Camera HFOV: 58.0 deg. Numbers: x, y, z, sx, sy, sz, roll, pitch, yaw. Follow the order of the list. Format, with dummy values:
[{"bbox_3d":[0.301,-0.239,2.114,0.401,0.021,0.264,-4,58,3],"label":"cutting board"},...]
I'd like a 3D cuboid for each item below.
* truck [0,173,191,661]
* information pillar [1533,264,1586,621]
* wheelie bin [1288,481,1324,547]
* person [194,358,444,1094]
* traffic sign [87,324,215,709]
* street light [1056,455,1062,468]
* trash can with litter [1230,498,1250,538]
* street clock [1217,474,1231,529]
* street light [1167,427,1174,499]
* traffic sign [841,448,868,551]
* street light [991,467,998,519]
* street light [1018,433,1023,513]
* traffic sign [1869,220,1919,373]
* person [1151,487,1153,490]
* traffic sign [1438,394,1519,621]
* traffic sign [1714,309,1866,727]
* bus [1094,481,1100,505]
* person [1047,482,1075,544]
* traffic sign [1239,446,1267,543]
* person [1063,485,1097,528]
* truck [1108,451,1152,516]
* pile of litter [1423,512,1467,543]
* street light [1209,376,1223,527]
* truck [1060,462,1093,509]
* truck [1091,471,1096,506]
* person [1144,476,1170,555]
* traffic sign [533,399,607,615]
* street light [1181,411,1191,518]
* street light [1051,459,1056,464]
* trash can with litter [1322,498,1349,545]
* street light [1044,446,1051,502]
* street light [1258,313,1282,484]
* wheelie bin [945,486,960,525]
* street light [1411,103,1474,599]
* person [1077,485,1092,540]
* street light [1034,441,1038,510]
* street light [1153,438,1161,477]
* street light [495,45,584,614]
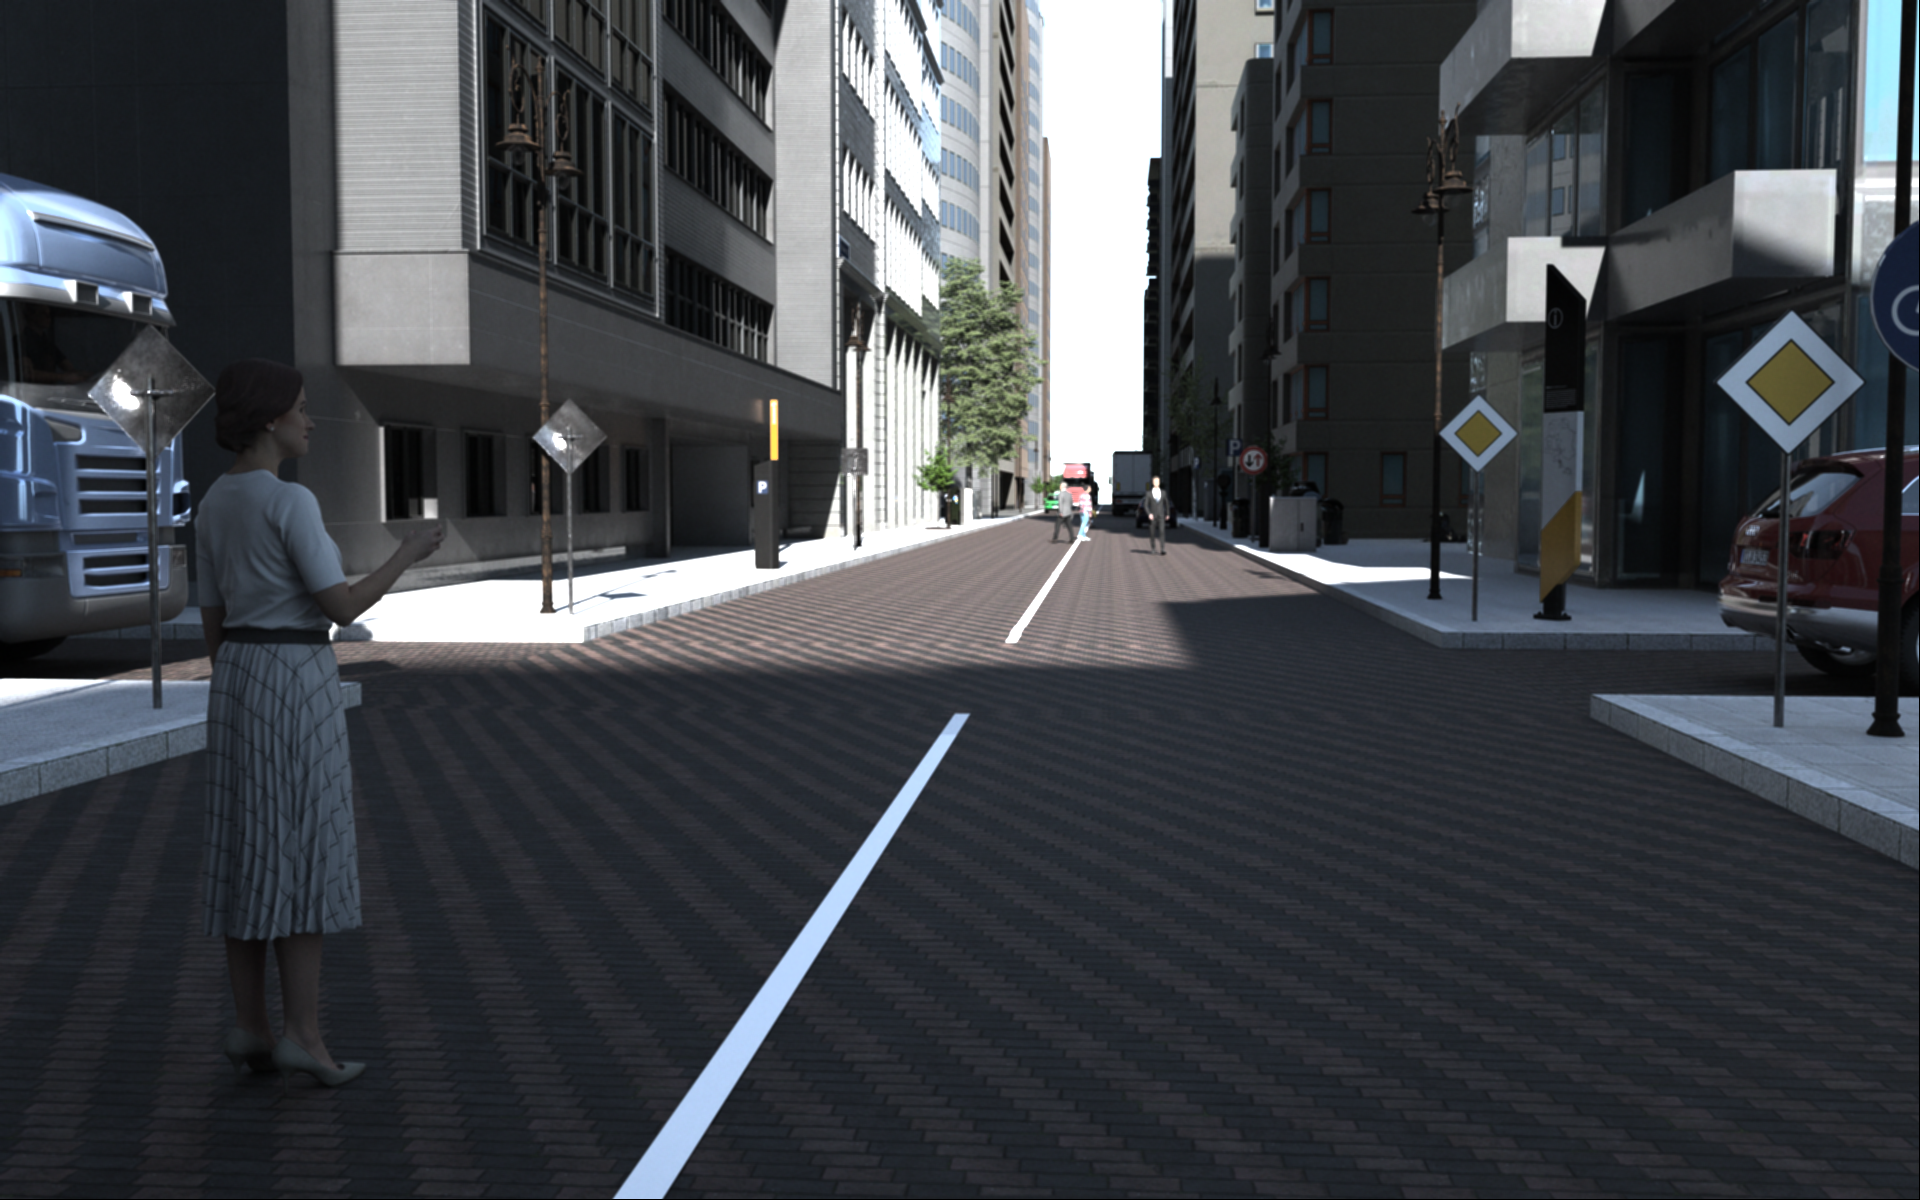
[{"bbox_3d":[-15.272,-1.497,14.239,18.799,4.110,2.967,0,4,4],"label":"truck"},{"bbox_3d":[6.093,-1.601,17.534,0.183,3.616,0.504,-2,4,-24],"label":"information pillar"},{"bbox_3d":[8.342,-2.075,41.838,0.693,1.594,0.980,-3,5,-39],"label":"wheelie bin"},{"bbox_3d":[-1.592,0.295,4.249,0.480,1.755,0.524,2,4,30],"label":"person"},{"bbox_3d":[-4.800,-0.407,10.303,0.795,2.450,0.064,0,4,5],"label":"traffic sign"},{"bbox_3d":[11.291,-13.996,201.615,0.468,5.910,1.993,0,4,5],"label":"street light"},{"bbox_3d":[8.153,-2.415,50.876,0.624,1.170,1.055,0,4,-1],"label":"trash can with litter"},{"bbox_3d":[9.574,-3.567,62.883,0.471,2.002,0.358,3,4,38],"label":"street clock"},{"bbox_3d":[14.545,-8.996,119.866,0.468,5.910,1.993,0,4,5],"label":"street light"},{"bbox_3d":[-2.357,-2.237,38.703,0.606,2.300,0.079,1,4,10],"label":"traffic sign"},{"bbox_3d":[2.003,-7.459,94.745,0.468,5.910,1.993,0,4,5],"label":"street light"},{"bbox_3d":[4.156,-8.935,118.879,0.468,5.910,1.993,0,4,5],"label":"street light"},{"bbox_3d":[4.472,-0.472,7.817,0.768,2.556,0.104,1,4,9],"label":"traffic sign"},{"bbox_3d":[9.964,-4.924,89.341,0.374,1.781,0.599,1,4,13],"label":"person"},{"bbox_3d":[5.196,-0.844,17.436,0.795,2.450,0.064,0,4,5],"label":"traffic sign"},{"bbox_3d":[4.508,-0.357,9.481,0.795,2.450,0.064,0,4,5],"label":"traffic sign"},{"bbox_3d":[17.816,-14.915,238.712,2.948,3.499,13.247,0,4,5],"label":"bus"},{"bbox_3d":[2.965,-2.537,50.371,0.834,1.777,0.661,2,4,34],"label":"person"},{"bbox_3d":[7.757,-2.794,45.781,0.768,2.556,0.104,1,4,14],"label":"traffic sign"},{"bbox_3d":[5.117,-3.980,73.790,1.509,1.804,0.699,-1,4,-8],"label":"person"},{"bbox_3d":[11.528,-7.837,117.041,2.839,4.237,11.283,0,4,4],"label":"truck"},{"bbox_3d":[13.047,-1.983,46.379,1.176,0.858,1.719,-1,4,-10],"label":"pile of litter"},{"bbox_3d":[10.039,-5.825,68.024,0.468,5.910,1.993,0,4,5],"label":"street light"},{"bbox_3d":[10.479,-10.160,155.030,2.839,4.237,11.283,0,4,4],"label":"truck"},{"bbox_3d":[15.382,-13.799,214.524,2.839,4.237,11.283,0,4,3],"label":"truck"},{"bbox_3d":[4.668,-1.993,40.856,0.659,1.850,0.755,0,4,-3],"label":"person"},{"bbox_3d":[-4.112,-0.894,18.259,0.795,2.450,0.064,0,4,5],"label":"traffic sign"},{"bbox_3d":[12.481,-7.550,96.237,0.468,5.910,1.993,0,4,5],"label":"street light"},{"bbox_3d":[9.294,-12.550,177.976,0.468,5.910,1.993,0,4,5],"label":"street light"},{"bbox_3d":[9.495,-1.997,44.032,0.624,1.170,1.055,2,4,30],"label":"trash can with litter"},{"bbox_3d":[8.203,-11.832,166.242,0.468,5.910,1.993,0,4,5],"label":"street light"},{"bbox_3d":[7.950,-4.387,44.519,0.468,5.910,1.993,0,4,5],"label":"street light"},{"bbox_3d":[-0.185,-3.881,71.360,0.693,1.594,0.980,-1,4,-23],"label":"wheelie bin"},{"bbox_3d":[5.809,-2.950,21.019,0.468,5.910,1.993,0,4,5],"label":"street light"},{"bbox_3d":[3.853,-2.713,53.689,0.643,1.720,0.563,-2,4,-24],"label":"person"},{"bbox_3d":[6.267,-10.384,142.560,0.468,5.910,1.993,0,4,5],"label":"street light"},{"bbox_3d":[16.430,-10.434,143.388,0.468,5.910,1.993,0,4,5],"label":"street light"},{"bbox_3d":[-4.436,-2.793,18.458,0.468,5.910,1.993,0,4,5],"label":"street light"}]
